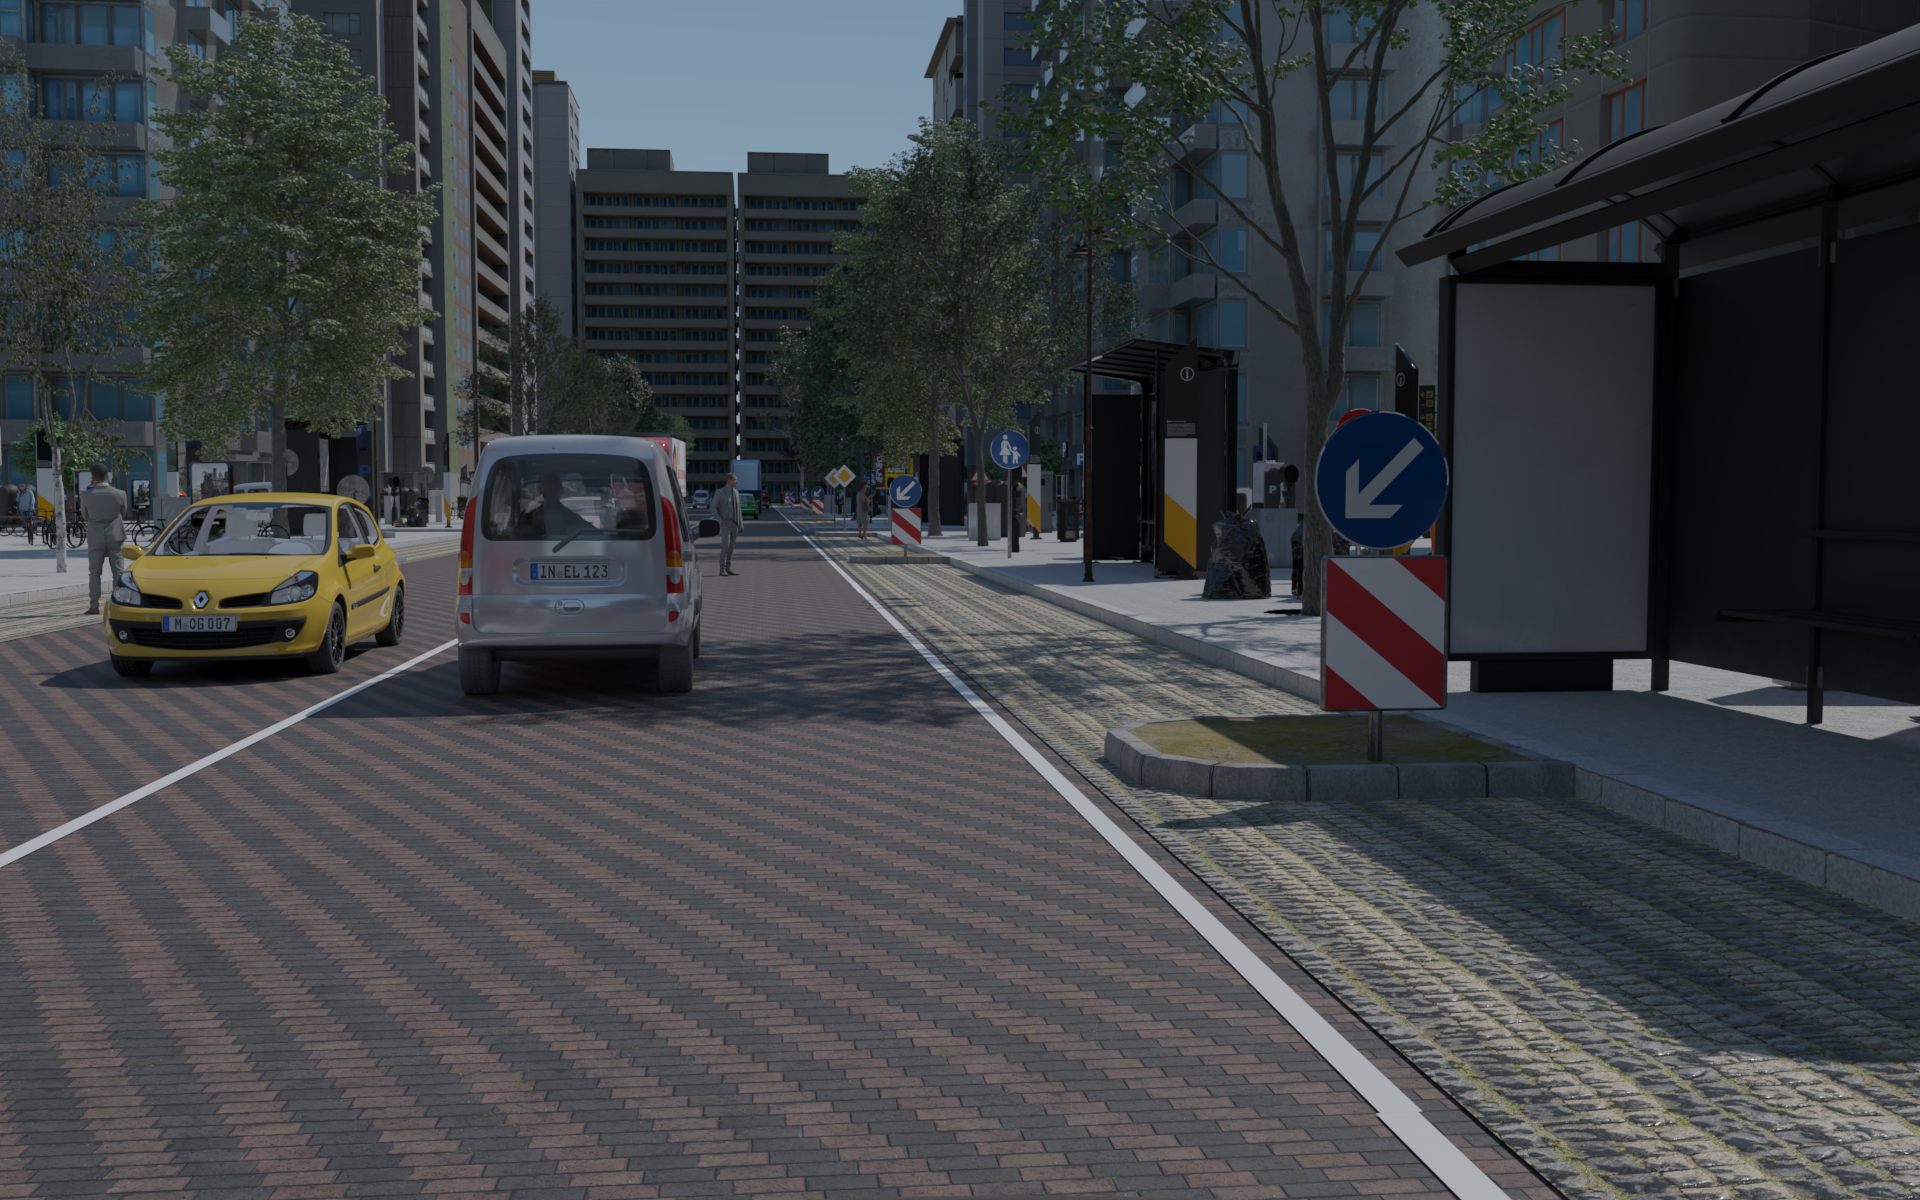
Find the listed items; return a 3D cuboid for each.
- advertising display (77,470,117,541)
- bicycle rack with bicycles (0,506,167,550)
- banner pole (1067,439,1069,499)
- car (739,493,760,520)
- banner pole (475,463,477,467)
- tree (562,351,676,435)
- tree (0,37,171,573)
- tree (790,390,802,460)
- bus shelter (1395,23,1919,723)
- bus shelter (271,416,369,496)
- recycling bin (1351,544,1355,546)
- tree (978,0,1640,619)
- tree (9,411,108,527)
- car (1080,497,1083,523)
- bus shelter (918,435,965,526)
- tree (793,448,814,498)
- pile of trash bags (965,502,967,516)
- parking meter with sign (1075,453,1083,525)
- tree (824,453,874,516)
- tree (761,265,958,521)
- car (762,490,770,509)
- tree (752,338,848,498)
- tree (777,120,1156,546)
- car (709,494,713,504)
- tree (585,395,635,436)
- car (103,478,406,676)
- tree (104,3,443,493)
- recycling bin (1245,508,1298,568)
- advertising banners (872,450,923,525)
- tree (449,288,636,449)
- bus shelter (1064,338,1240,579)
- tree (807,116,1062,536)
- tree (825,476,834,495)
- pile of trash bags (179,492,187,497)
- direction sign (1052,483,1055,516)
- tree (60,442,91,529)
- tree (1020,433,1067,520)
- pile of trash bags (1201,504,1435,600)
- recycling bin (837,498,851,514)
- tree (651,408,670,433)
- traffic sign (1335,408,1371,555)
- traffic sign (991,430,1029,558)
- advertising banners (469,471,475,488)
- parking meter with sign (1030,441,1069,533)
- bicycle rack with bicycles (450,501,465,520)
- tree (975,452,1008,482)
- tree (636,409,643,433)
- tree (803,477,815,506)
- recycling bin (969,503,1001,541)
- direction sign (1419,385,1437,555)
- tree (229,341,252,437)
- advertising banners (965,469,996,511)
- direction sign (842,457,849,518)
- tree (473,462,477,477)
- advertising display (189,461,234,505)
[{"bbox_3d":[-23.588,-2.580,47.392,0.974,1.923,0.123,-2,4,-25],"label":"advertising display"},{"bbox_3d":[-20.374,-1.691,41.025,2.852,0.926,2.925,1,4,21],"label":"bicycle rack with bicycles"},{"bbox_3d":[4.930,-5.434,78.870,0.401,3.779,0.863,1,4,8],"label":"banner pole"},{"bbox_3d":[-12.313,-5.458,98.036,1.959,1.807,4.718,0,4,-6],"label":"car"},{"bbox_3d":[-38.241,-9.034,137.729,0.401,3.779,0.863,3,5,40],"label":"banner pole"},{"bbox_3d":[-27.581,-13.615,139.619,9.611,12.733,9.660,0,3,0],"label":"tree"},{"bbox_3d":[-14.643,-4.737,27.805,4.360,8.622,3.978,0,3,0],"label":"tree"},{"bbox_3d":[-8.798,-12.780,127.083,7.486,12.596,7.792,0,3,0],"label":"tree"},{"bbox_3d":[4.152,-0.904,8.709,2.014,3.302,5.546,0,4,-7],"label":"bus shelter"},{"bbox_3d":[-19.489,-3.799,53.399,1.731,3.624,6.357,0,4,-7],"label":"bus shelter"},{"bbox_3d":[10.067,-1.881,43.303,0.722,1.027,0.722,-1,4,-14],"label":"recycling bin"},{"bbox_3d":[3.827,-5.652,18.168,9.928,11.665,9.643,0,3,0],"label":"tree"},{"bbox_3d":[-35.386,-5.159,68.055,4.285,4.588,4.351,0,3,0],"label":"tree"},{"bbox_3d":[6.977,-3.391,64.113,5.304,1.827,2.281,0,4,-5],"label":"car"},{"bbox_3d":[-0.916,-4.930,71.893,1.731,3.624,6.357,0,4,-6],"label":"bus shelter"},{"bbox_3d":[-15.932,-14.245,183.266,4.737,8.622,4.395,0,3,0],"label":"tree"},{"bbox_3d":[-0.597,-5.761,103.948,1.912,1.369,3.447,-1,4,-8],"label":"pile of trash bags"},{"bbox_3d":[5.374,-4.729,73.573,0.543,3.016,1.738,1,4,19],"label":"parking meter with sign"},{"bbox_3d":[-6.334,-7.229,101.900,4.285,4.588,4.351,0,3,0],"label":"tree"},{"bbox_3d":[-4.869,-10.227,84.217,9.611,12.733,9.660,0,3,0],"label":"tree"},{"bbox_3d":[-19.258,-9.591,165.480,2.281,1.827,5.304,0,4,-6],"label":"car"},{"bbox_3d":[-18.258,-21.371,205.297,12.611,20.169,13.585,0,3,0],"label":"tree"},{"bbox_3d":[0.625,-6.617,42.604,8.767,10.594,7.601,0,4,6],"label":"tree"},{"bbox_3d":[-30.027,-12.377,211.946,1.945,1.707,3.694,0,4,-8],"label":"car"},{"bbox_3d":[-25.233,-10.586,123.446,4.360,8.622,3.978,0,3,0],"label":"tree"},{"bbox_3d":[-5.972,-0.289,14.948,2.015,1.641,3.980,0,4,-7],"label":"car"},{"bbox_3d":[-15.690,-7.496,40.682,7.486,12.596,7.792,0,3,0],"label":"tree"},{"bbox_3d":[5.440,-1.087,30.323,0.722,1.027,0.722,-1,4,-14],"label":"recycling bin"},{"bbox_3d":[-2.478,-4.435,68.698,2.074,3.025,0.090,-1,4,-19],"label":"advertising banners"},{"bbox_3d":[-19.457,-8.781,77.984,7.601,10.594,8.767,0,4,1],"label":"tree"},{"bbox_3d":[3.128,-2.327,29.327,1.731,3.624,6.357,0,4,-6],"label":"bus shelter"},{"bbox_3d":[-0.652,-8.201,52.208,7.486,12.596,7.792,0,3,0],"label":"tree"},{"bbox_3d":[-10.050,-11.290,134.959,4.360,8.622,3.978,0,3,0],"label":"tree"},{"bbox_3d":[-29.327,-3.556,67.888,1.912,1.369,3.447,2,4,31],"label":"pile of trash bags"},{"bbox_3d":[5.417,-6.724,101.935,0.876,3.537,0.379,0,4,6],"label":"direction sign"},{"bbox_3d":[-33.328,-4.291,64.759,1.663,3.219,1.824,0,3,0],"label":"tree"},{"bbox_3d":[3.659,-6.225,85.486,4.285,4.588,4.351,0,3,0],"label":"tree"},{"bbox_3d":[4.615,-0.708,21.328,3.447,1.369,1.912,2,4,25],"label":"pile of trash bags"},{"bbox_3d":[-7.676,-6.247,114.686,0.722,1.027,0.722,3,5,44],"label":"recycling bin"},{"bbox_3d":[-35.672,-17.410,210.416,9.928,11.665,9.643,0,3,0],"label":"tree"},{"bbox_3d":[5.947,-1.573,25.826,0.768,2.556,0.104,0,4,-2],"label":"traffic sign"},{"bbox_3d":[0.992,-2.107,34.554,0.768,2.556,0.104,0,4,0],"label":"traffic sign"},{"bbox_3d":[-36.746,-8.367,132.991,2.074,3.025,0.090,1,4,10],"label":"advertising banners"},{"bbox_3d":[2.673,-3.728,57.220,1.738,3.016,0.543,-1,4,-10],"label":"parking meter with sign"},{"bbox_3d":[-24.064,-4.391,85.168,2.852,0.926,2.925,1,4,11],"label":"bicycle rack with bicycles"},{"bbox_3d":[1.209,-5.045,77.089,1.663,3.219,1.824,0,3,0],"label":"tree"},{"bbox_3d":[-23.203,-10.561,107.078,8.767,10.594,7.601,2,4,24],"label":"tree"},{"bbox_3d":[-16.292,-11.783,187.253,1.663,3.219,1.824,0,3,0],"label":"tree"},{"bbox_3d":[0.682,-2.168,48.000,0.722,1.027,0.722,-1,4,-19],"label":"recycling bin"},{"bbox_3d":[9.919,-2.688,35.947,0.876,3.537,0.379,3,5,40],"label":"direction sign"},{"bbox_3d":[-33.655,-7.749,77.056,4.360,8.622,3.978,0,3,0],"label":"tree"},{"bbox_3d":[1.230,-6.711,105.912,2.074,3.025,0.090,1,4,17],"label":"advertising banners"},{"bbox_3d":[-6.283,-6.280,94.673,0.379,3.537,0.876,0,4,2],"label":"direction sign"},{"bbox_3d":[-34.840,-8.909,129.374,4.285,4.588,4.351,0,3,0],"label":"tree"},{"bbox_3d":[-14.812,-1.780,34.315,0.974,1.923,0.123,1,4,19],"label":"advertising display"}]
